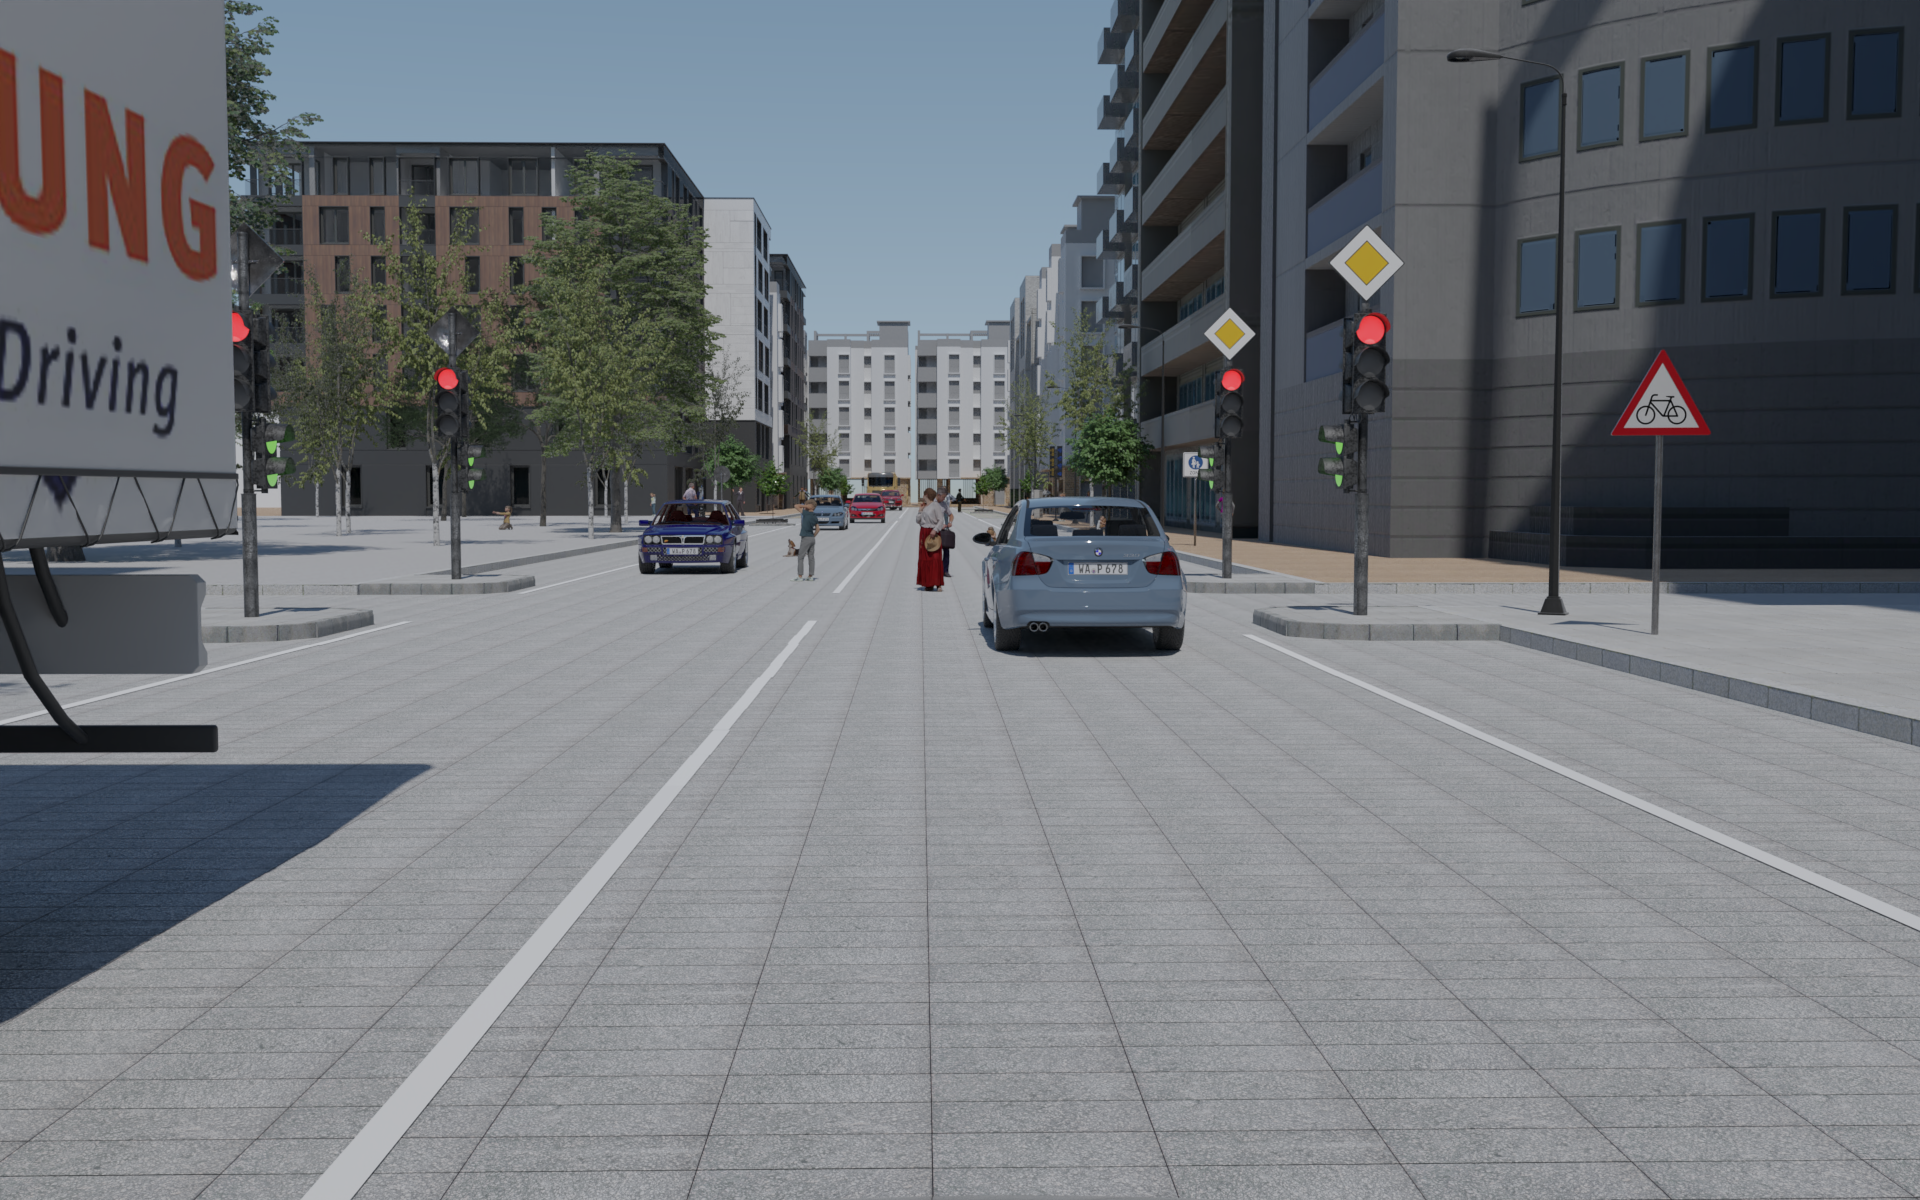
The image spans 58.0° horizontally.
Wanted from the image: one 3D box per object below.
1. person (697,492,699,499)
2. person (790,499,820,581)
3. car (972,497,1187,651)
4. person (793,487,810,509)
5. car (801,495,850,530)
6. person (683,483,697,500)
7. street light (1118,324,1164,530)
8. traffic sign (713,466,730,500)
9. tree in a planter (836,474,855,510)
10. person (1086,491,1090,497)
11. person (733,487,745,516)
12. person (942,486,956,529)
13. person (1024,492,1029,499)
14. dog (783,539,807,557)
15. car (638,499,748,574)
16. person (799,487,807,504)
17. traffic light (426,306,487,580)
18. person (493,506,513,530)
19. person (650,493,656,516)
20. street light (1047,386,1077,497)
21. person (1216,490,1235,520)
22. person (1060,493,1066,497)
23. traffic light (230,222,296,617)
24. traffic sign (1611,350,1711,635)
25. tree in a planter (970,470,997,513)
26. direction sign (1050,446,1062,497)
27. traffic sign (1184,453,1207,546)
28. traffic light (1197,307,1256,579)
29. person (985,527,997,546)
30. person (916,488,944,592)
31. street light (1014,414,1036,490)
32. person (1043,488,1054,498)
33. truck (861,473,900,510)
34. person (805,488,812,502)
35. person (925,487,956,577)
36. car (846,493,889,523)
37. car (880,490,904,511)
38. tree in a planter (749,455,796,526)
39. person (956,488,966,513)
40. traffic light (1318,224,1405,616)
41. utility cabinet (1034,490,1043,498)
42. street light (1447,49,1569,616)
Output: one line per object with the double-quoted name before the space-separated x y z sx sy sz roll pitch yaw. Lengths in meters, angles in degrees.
"person" -14.234 -5.434 95.591 0.576 1.737 0.504 1 4 11
"person" -2.554 -0.985 28.512 0.340 1.345 0.435 2 4 29
"car" 1.144 -0.315 17.156 2.014 1.417 4.499 0 4 -1
"person" -12.346 -7.905 135.390 1.348 1.812 0.705 0 4 4
"car" -5.436 -3.542 69.910 2.014 1.417 4.499 0 4 -1
"person" -10.260 -3.633 66.385 0.436 1.711 0.756 -3 5 -41
"street light" 5.022 -4.586 47.515 1.470 5.913 1.316 0 4 -1
"traffic sign" -10.690 -4.749 77.758 0.768 2.556 0.104 0 4 1
"tree in a planter" -10.258 -9.652 155.037 1.991 3.239 1.994 0 4 -1
"person" 5.835 -4.164 77.358 0.726 1.434 0.776 -1 4 -18
"person" -12.856 -5.738 100.658 0.445 1.727 0.742 3 5 43
"person" -0.583 -3.266 62.617 0.841 1.734 0.376 1 4 13
"person" 4.557 -6.835 117.434 0.705 1.869 1.348 0 4 6
"dog" -3.704 -1.198 39.773 0.748 0.427 0.550 0 4 -6
"car" -4.956 -1.213 32.415 1.945 1.354 3.894 0 4 -2
"person" -12.476 -8.046 137.455 0.709 1.838 0.599 -1 4 -12
"traffic light" -7.559 -2.264 25.936 0.839 4.253 0.868 0 4 -1
"person" -16.355 -2.940 62.042 0.347 0.859 0.695 3 5 44
"person" -17.768 -5.527 100.314 0.435 1.345 0.340 2 4 27
"street light" 4.414 -6.224 74.298 1.470 5.913 1.316 0 4 -1
"person" 7.320 -2.345 47.619 0.726 1.435 0.776 1 4 18
"person" 4.774 -4.339 80.895 0.340 1.345 0.435 1 4 12
"traffic light" -7.374 -1.776 17.953 0.839 4.253 0.868 0 4 -1
"traffic sign" 6.336 -0.961 15.722 0.884 2.594 0.081 0 4 2
"tree in a planter" 1.726 -8.001 128.032 1.991 3.239 1.994 0 4 -1
"direction sign" 4.524 -5.486 81.696 0.379 3.537 0.876 -3 4 -38
"traffic sign" 5.800 -2.481 42.694 0.606 2.300 0.079 0 4 7
"traffic light" 4.039 -2.281 26.219 0.839 4.253 0.868 0 4 -1
"person" 0.856 -1.743 47.474 0.381 0.543 0.357 2 4 32
"person" -0.427 -0.889 25.511 0.387 1.526 0.523 -3 5 -41
"street light" 3.839 -7.862 101.083 1.470 5.913 1.316 0 4 -1
"person" 5.352 -6.176 107.756 1.217 1.736 0.721 0 4 6
"truck" -7.068 -9.896 157.722 3.469 3.379 9.791 0 4 0
"person" -14.077 -9.302 158.115 1.348 1.826 0.705 0 4 -2
"person" -0.345 -1.173 29.895 0.614 1.554 0.590 -2 4 -34
"car" -4.615 -4.732 86.400 2.155 1.783 4.494 0 4 -3
"car" -6.003 -8.646 150.030 2.281 1.827 5.304 0 4 -2
"tree in a planter" -8.492 -4.970 78.485 1.991 3.239 1.994 0 4 -1
"person" 0.008 -7.694 133.933 0.705 1.869 1.348 -2 4 -31
"traffic light" 4.224 -1.793 18.236 0.839 4.253 0.868 0 4 -1
"utility cabinet" 4.181 -5.098 92.031 0.318 1.500 1.173 1 4 11
"street light" 5.778 -2.796 18.259 1.470 5.913 1.316 0 4 -1
